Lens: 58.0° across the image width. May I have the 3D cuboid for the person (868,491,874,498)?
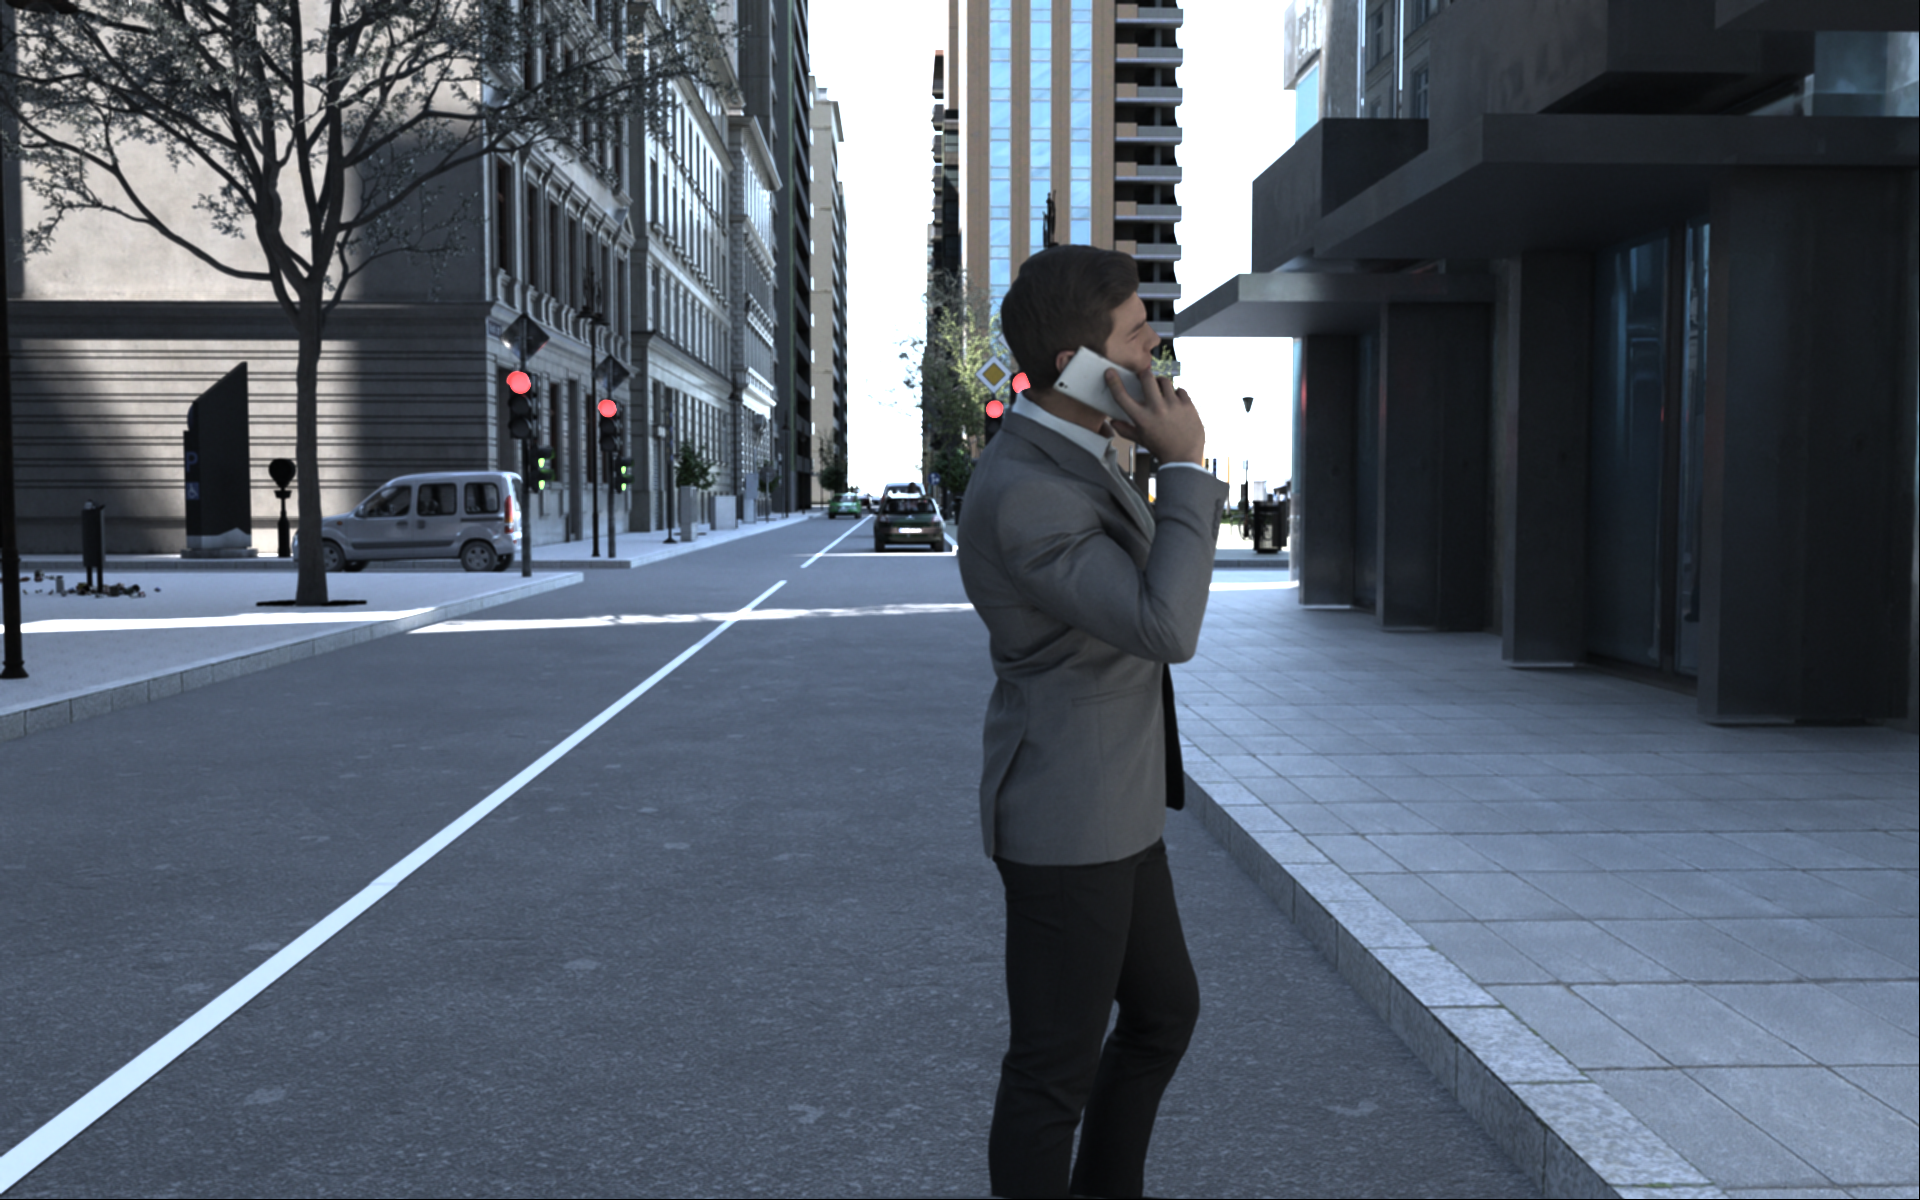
[{"bbox_3d":[-12.215,-13.678,232.152,1.348,1.821,0.705,1,4,9],"label":"person"}]

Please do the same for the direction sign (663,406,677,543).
[{"bbox_3d":[-7.585,-3.255,45.210,0.379,3.537,0.876,0,4,0],"label":"direction sign"}]

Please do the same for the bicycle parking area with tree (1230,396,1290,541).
[{"bbox_3d":[10.856,-3.841,49.811,8.231,4.147,9.016,3,5,40],"label":"bicycle parking area with tree"}]

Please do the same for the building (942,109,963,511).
[{"bbox_3d":[5.586,-22.135,133.610,14.160,30.474,14.107,0,4,-2],"label":"building"}]

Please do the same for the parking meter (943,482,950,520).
[{"bbox_3d":[-0.670,-4.858,85.137,0.255,1.863,0.399,2,4,27],"label":"parking meter"}]

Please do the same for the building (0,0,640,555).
[{"bbox_3d":[-15.397,-12.828,45.889,11.583,22.565,21.152,0,4,-2],"label":"building"}]

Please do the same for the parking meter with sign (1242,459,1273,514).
[{"bbox_3d":[14.971,-5.516,86.448,1.738,3.016,0.543,3,4,39],"label":"parking meter with sign"}]

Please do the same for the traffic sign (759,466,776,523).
[{"bbox_3d":[-8.618,-4.731,77.451,0.768,2.556,0.104,0,4,-1],"label":"traffic sign"}]

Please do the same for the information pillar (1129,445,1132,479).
[{"bbox_3d":[8.188,-5.611,83.098,0.183,3.616,0.504,1,4,9],"label":"information pillar"}]

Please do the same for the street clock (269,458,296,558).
[{"bbox_3d":[-13.685,-1.863,35.026,0.471,2.002,0.358,0,4,1],"label":"street clock"}]

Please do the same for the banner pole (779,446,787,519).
[{"bbox_3d":[-9.299,-6.121,90.102,0.401,3.779,0.863,1,4,14],"label":"banner pole"}]

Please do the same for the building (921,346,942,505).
[{"bbox_3d":[9.135,-22.788,217.630,27.650,21.520,28.899,0,4,-2],"label":"building"}]

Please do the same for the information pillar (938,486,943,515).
[{"bbox_3d":[-1.182,-6.375,108.722,0.304,2.012,0.304,-1,4,-12],"label":"information pillar"}]

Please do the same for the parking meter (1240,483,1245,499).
[{"bbox_3d":[15.178,-5.338,92.995,0.255,1.863,0.399,2,4,25],"label":"parking meter"}]

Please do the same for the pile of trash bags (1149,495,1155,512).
[{"bbox_3d":[6.560,-3.283,63.430,1.912,1.369,3.447,1,4,8],"label":"pile of trash bags"}]

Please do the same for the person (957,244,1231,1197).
[{"bbox_3d":[0.223,0.360,2.793,0.473,1.802,0.592,1,4,20],"label":"person"}]

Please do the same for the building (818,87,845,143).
[{"bbox_3d":[-29.780,-39.094,228.424,28.713,52.752,27.495,0,4,-2],"label":"building"}]

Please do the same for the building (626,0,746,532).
[{"bbox_3d":[-18.148,-14.561,71.355,16.112,22.955,30.059,0,4,-2],"label":"building"}]

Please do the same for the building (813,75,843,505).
[{"bbox_3d":[-25.284,-35.504,204.193,21.300,48.544,21.600,0,4,-2],"label":"building"}]

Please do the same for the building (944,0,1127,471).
[{"bbox_3d":[5.719,-30.436,147.746,14.600,45.320,14.200,0,4,-2],"label":"building"}]

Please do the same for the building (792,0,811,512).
[{"bbox_3d":[-22.818,-31.203,133.873,21.300,48.544,21.600,0,4,-2],"label":"building"}]

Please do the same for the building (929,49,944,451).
[{"bbox_3d":[8.171,-31.552,170.502,22.147,44.769,28.867,0,4,-2],"label":"building"}]

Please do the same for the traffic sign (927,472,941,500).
[{"bbox_3d":[-1.503,-6.135,100.412,0.768,2.556,0.104,0,3,0],"label":"traffic sign"}]

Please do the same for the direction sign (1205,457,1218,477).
[{"bbox_3d":[15.492,-7.035,107.016,0.876,3.537,0.379,-1,4,-18],"label":"direction sign"}]

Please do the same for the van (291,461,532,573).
[{"bbox_3d":[-9.895,-1.484,31.280,4.112,2.044,2.013,0,4,-2],"label":"van"}]

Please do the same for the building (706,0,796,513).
[{"bbox_3d":[-18.591,-26.457,116.167,14.154,41.232,14.086,0,4,-2],"label":"building"}]

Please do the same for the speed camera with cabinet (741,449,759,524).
[{"bbox_3d":[-9.225,-4.987,75.873,0.660,3.252,2.038,-1,4,-12],"label":"speed camera with cabinet"}]

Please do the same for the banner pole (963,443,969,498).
[{"bbox_3d":[0.287,-5.806,84.952,0.401,3.779,0.863,-1,4,-22],"label":"banner pole"}]

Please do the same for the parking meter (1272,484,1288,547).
[{"bbox_3d":[7.764,-2.057,42.036,0.372,1.533,0.369,0,3,0],"label":"parking meter"}]

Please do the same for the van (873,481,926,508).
[{"bbox_3d":[-1.916,-3.142,58.380,2.013,2.044,4.112,0,4,-3],"label":"van"}]

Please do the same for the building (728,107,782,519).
[{"bbox_3d":[-16.072,-16.361,96.380,11.050,23.489,19.941,0,4,-2],"label":"building"}]

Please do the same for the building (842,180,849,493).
[{"bbox_3d":[-27.333,-38.499,253.155,21.300,48.544,21.600,0,4,-2],"label":"building"}]

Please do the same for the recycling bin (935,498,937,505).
[{"bbox_3d":[-1.834,-5.914,109.255,0.722,1.027,0.722,0,4,-2],"label":"recycling bin"}]

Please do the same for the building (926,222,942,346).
[{"bbox_3d":[1.845,-35.389,262.201,14.154,41.232,14.086,0,4,-2],"label":"building"}]

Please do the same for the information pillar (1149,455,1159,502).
[{"bbox_3d":[10.259,-6.123,91.473,0.504,3.616,0.183,-1,4,-12],"label":"information pillar"}]

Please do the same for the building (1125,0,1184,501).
[{"bbox_3d":[7.063,-28.649,118.523,14.600,45.320,14.200,0,4,-2],"label":"building"}]

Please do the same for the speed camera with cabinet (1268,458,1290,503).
[{"bbox_3d":[17.323,-6.163,95.097,2.038,3.252,0.660,-1,4,-14],"label":"speed camera with cabinet"}]

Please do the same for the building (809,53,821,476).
[{"bbox_3d":[-25.091,-33.038,159.774,23.786,49.044,30.456,0,4,-2],"label":"building"}]

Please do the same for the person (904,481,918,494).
[{"bbox_3d":[-1.436,-2.706,52.756,0.555,1.821,0.388,0,4,-5],"label":"person"}]

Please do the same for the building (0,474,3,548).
[{"bbox_3d":[-30.632,-12.870,40.098,15.834,23.373,12.332,0,4,-2],"label":"building"}]

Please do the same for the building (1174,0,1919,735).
[{"bbox_3d":[14.562,-23.892,10.251,23.786,49.044,30.456,0,4,-2],"label":"building"}]
